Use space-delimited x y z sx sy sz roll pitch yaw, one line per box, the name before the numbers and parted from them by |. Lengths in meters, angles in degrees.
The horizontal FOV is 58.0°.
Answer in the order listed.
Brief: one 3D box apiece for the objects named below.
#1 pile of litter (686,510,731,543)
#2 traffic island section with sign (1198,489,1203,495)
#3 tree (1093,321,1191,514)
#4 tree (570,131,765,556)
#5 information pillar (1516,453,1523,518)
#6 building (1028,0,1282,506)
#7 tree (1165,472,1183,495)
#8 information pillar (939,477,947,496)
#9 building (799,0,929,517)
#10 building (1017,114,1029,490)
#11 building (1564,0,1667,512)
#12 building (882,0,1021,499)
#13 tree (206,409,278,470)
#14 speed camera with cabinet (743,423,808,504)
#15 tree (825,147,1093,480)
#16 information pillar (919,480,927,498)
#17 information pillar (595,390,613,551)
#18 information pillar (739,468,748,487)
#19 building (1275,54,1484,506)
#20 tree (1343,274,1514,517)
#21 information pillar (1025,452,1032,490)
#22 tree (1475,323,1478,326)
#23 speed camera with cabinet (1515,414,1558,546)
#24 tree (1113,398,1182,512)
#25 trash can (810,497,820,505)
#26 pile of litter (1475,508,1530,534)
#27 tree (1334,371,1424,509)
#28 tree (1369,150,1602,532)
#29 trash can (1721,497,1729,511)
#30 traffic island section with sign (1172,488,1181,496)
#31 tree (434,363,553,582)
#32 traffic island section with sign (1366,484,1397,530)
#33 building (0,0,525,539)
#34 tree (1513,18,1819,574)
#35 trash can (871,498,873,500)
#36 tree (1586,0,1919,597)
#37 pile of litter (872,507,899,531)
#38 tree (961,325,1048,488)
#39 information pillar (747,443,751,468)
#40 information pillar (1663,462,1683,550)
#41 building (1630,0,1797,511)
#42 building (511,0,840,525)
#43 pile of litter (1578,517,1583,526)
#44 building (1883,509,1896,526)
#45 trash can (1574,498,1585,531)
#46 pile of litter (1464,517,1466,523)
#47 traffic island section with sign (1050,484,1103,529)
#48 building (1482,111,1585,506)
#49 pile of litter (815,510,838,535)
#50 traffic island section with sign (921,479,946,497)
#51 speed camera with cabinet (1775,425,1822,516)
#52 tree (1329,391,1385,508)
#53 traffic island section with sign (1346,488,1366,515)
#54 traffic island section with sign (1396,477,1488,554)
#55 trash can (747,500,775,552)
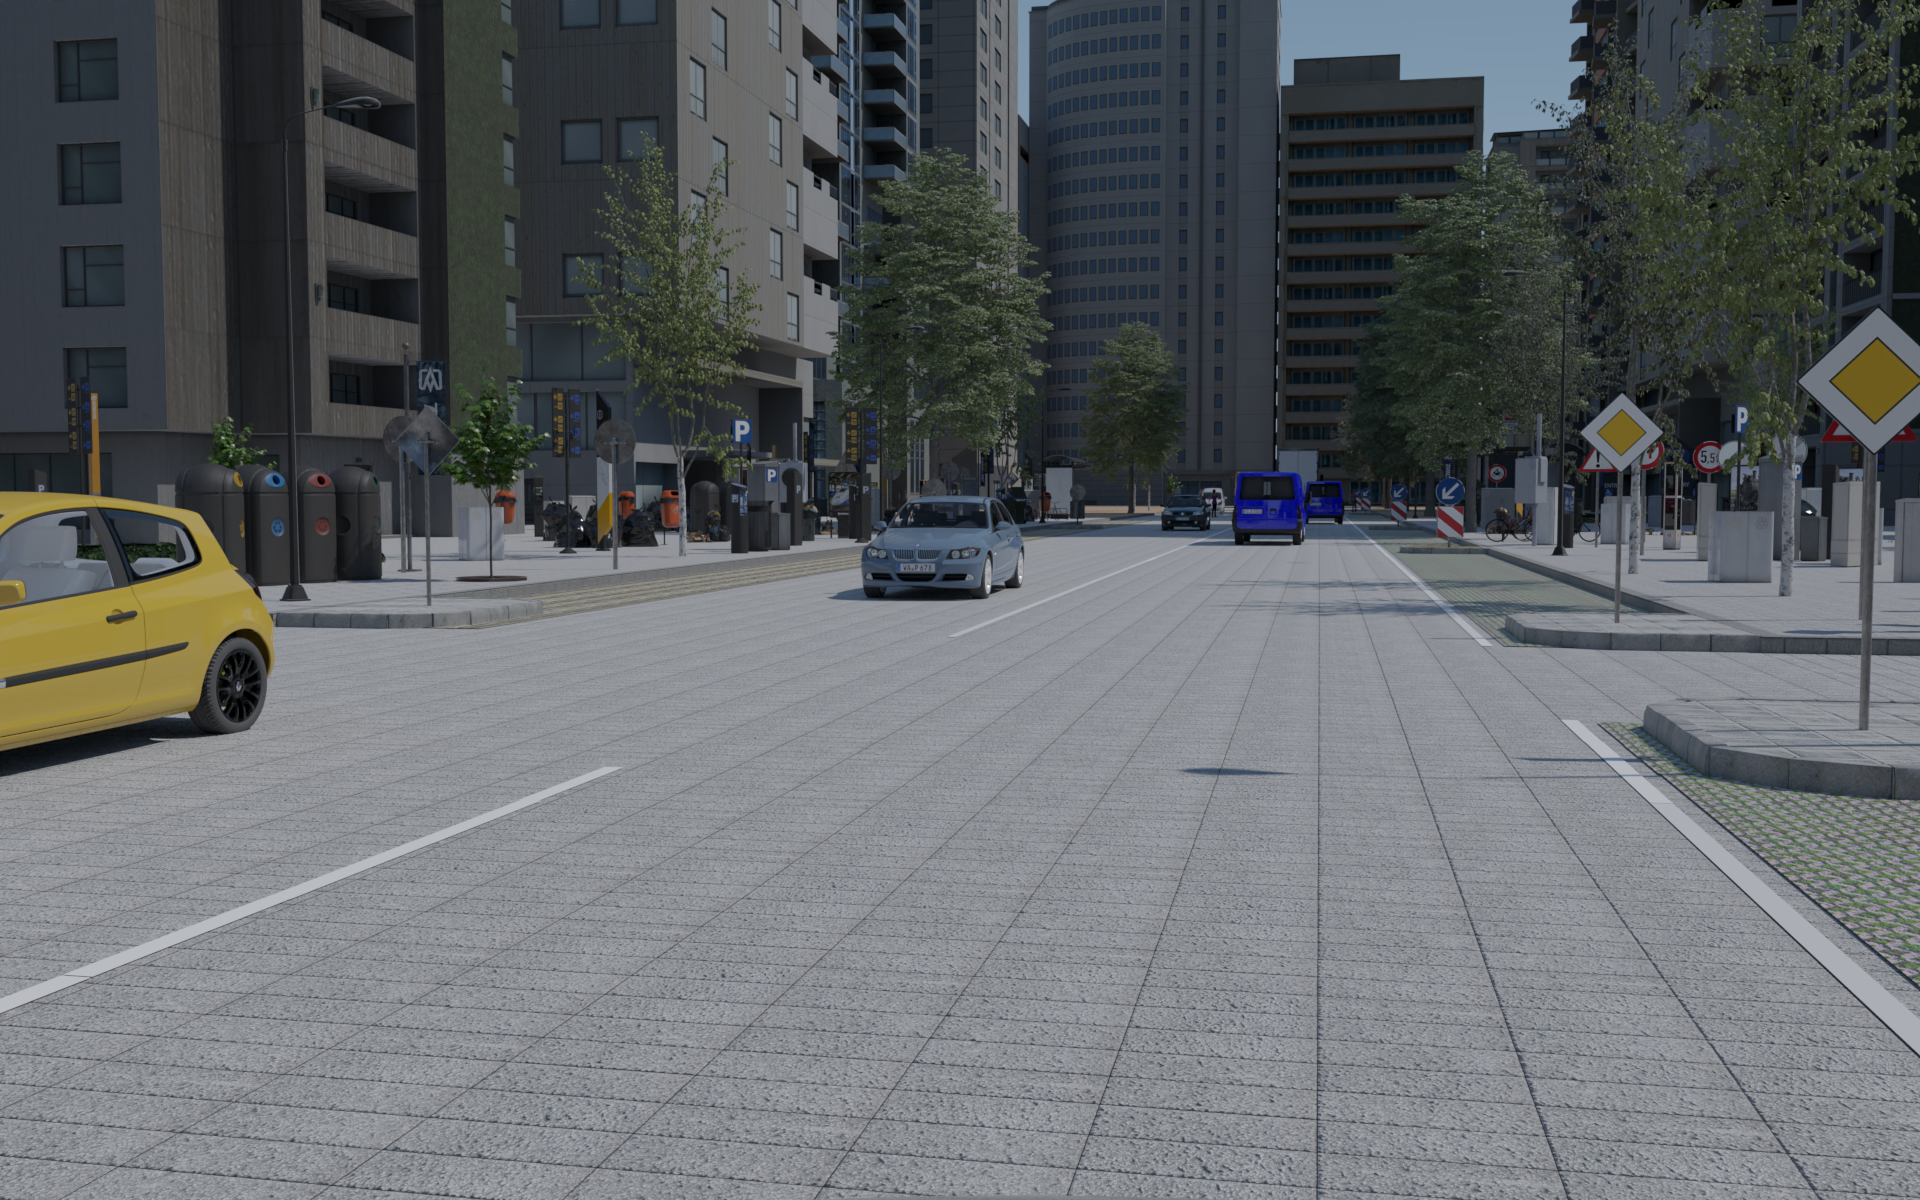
pile of litter | -6.833 -1.978 46.298 1.176 0.858 1.719 3 5 45
traffic island section with sign | 20.588 -8.449 146.776 1.989 1.847 2.006 1 4 12
tree | 11.673 -11.964 113.731 7.486 12.596 7.792 0 3 0
tree | -5.751 -5.196 35.320 4.737 8.622 4.395 0 3 0
information pillar | 27.772 -5.787 85.966 0.504 3.616 0.183 -3 4 -37
building | 22.502 -40.265 200.327 28.212 58.520 21.231 1 4 12
tree | 18.151 -9.465 149.361 1.663 3.219 1.824 0 3 0
information pillar | -0.726 -4.172 72.711 0.304 2.012 0.304 1 4 10
building | -14.388 -48.901 112.208 22.319 86.520 31.000 1 4 12
building | 0.972 -33.714 201.341 14.200 45.320 14.600 1 4 12
building | 58.293 -29.156 131.328 22.147 44.769 28.867 1 4 12
building | -6.557 -43.448 148.620 20.611 71.187 20.563 1 4 12
tree | -16.596 -2.727 39.189 1.663 3.219 1.824 0 3 0
speed camera with cabinet | -5.302 -3.294 48.189 2.038 3.252 0.660 1 4 8
tree | -0.430 -8.505 57.184 7.486 12.596 7.792 0 3 0
information pillar | -1.919 -5.202 89.546 0.304 2.012 0.304 2 4 29
information pillar | -7.984 -2.906 38.862 0.504 3.616 0.183 3 5 44
information pillar | -6.160 -2.767 49.727 0.304 2.012 0.304 1 4 11
building | 46.806 -34.953 195.183 21.600 48.544 21.300 1 4 12
tree | 26.916 -11.728 98.402 9.857 13.997 8.962 0 3 0
information pillar | 3.700 -6.266 93.799 0.504 3.616 0.183 3 5 40
tree | 16.701 -6.056 49.379 4.360 8.622 3.978 0 3 0
speed camera with cabinet | 14.566 -2.994 43.285 0.660 3.252 2.038 3 5 42
tree | 14.623 -11.119 132.165 4.737 8.622 4.395 0 3 0
trash can | -6.699 -4.087 78.482 0.748 1.137 0.748 0 3 0
pile of litter | 17.525 -2.561 55.832 1.176 0.858 1.719 -3 5 -43
tree | 37.340 -14.265 150.242 9.611 12.733 9.660 0 3 0
tree | 17.279 -8.512 57.300 7.486 12.596 7.792 0 3 0
trash can | 36.537 -4.318 82.258 0.748 1.137 0.748 0 3 0
traffic island section with sign | 15.040 -6.818 120.097 1.989 1.847 2.006 1 4 12
tree | -7.024 -1.904 25.740 1.663 3.219 1.824 0 3 0
traffic island section with sign | 17.309 -3.687 68.913 1.989 1.847 2.006 1 4 12
building | -22.323 -17.005 49.725 14.160 30.474 14.107 1 4 12
tree | 11.014 -4.713 27.412 4.360 8.622 3.978 0 3 0
trash can | -3.295 -2.852 58.288 0.748 1.137 0.748 0 3 0
tree | 10.150 -4.356 21.576 4.737 8.622 4.395 0 3 0
pile of litter | -2.529 -2.817 60.016 1.176 0.858 1.719 -3 5 -44
tree | 1.754 -7.448 72.137 4.737 8.622 4.395 0 3 0
information pillar | -8.857 -4.976 72.707 0.183 3.616 0.504 -1 4 -20
information pillar | 16.378 -2.159 39.798 0.304 2.012 0.304 3 5 45
building | 56.512 -31.406 102.726 28.713 52.752 27.495 1 4 12
building | -21.857 -30.290 84.476 28.713 52.752 27.495 1 4 12
pile of litter | 22.667 -3.125 65.059 1.719 0.858 1.176 -1 4 -21
building | 45.614 -38.647 70.133 20.563 71.187 20.611 1 4 12
trash can | 20.168 -2.777 57.056 0.748 1.137 0.748 0 3 0
pile of litter | 21.711 -3.797 76.053 1.719 0.858 1.176 -2 4 -31
traffic island section with sign | 4.807 -3.803 70.805 1.989 1.847 2.006 1 4 12
building | 64.679 -30.870 188.314 14.086 41.232 14.154 1 4 12
pile of litter | -4.352 -2.498 54.808 1.176 0.858 1.719 1 4 22
traffic island section with sign | -0.729 -2.173 44.149 1.989 1.847 2.006 1 4 12
speed camera with cabinet | 23.206 -3.286 48.062 0.660 3.252 2.038 0 4 -5
tree | 39.867 -15.415 162.397 12.009 13.543 11.850 0 3 0
traffic island section with sign | 27.262 -6.621 116.881 1.989 1.847 2.006 1 4 12
traffic island section with sign | 11.713 -2.040 41.986 1.989 1.847 2.006 1 4 12
trash can | -4.510 -1.654 38.691 0.748 1.137 0.748 0 3 0
